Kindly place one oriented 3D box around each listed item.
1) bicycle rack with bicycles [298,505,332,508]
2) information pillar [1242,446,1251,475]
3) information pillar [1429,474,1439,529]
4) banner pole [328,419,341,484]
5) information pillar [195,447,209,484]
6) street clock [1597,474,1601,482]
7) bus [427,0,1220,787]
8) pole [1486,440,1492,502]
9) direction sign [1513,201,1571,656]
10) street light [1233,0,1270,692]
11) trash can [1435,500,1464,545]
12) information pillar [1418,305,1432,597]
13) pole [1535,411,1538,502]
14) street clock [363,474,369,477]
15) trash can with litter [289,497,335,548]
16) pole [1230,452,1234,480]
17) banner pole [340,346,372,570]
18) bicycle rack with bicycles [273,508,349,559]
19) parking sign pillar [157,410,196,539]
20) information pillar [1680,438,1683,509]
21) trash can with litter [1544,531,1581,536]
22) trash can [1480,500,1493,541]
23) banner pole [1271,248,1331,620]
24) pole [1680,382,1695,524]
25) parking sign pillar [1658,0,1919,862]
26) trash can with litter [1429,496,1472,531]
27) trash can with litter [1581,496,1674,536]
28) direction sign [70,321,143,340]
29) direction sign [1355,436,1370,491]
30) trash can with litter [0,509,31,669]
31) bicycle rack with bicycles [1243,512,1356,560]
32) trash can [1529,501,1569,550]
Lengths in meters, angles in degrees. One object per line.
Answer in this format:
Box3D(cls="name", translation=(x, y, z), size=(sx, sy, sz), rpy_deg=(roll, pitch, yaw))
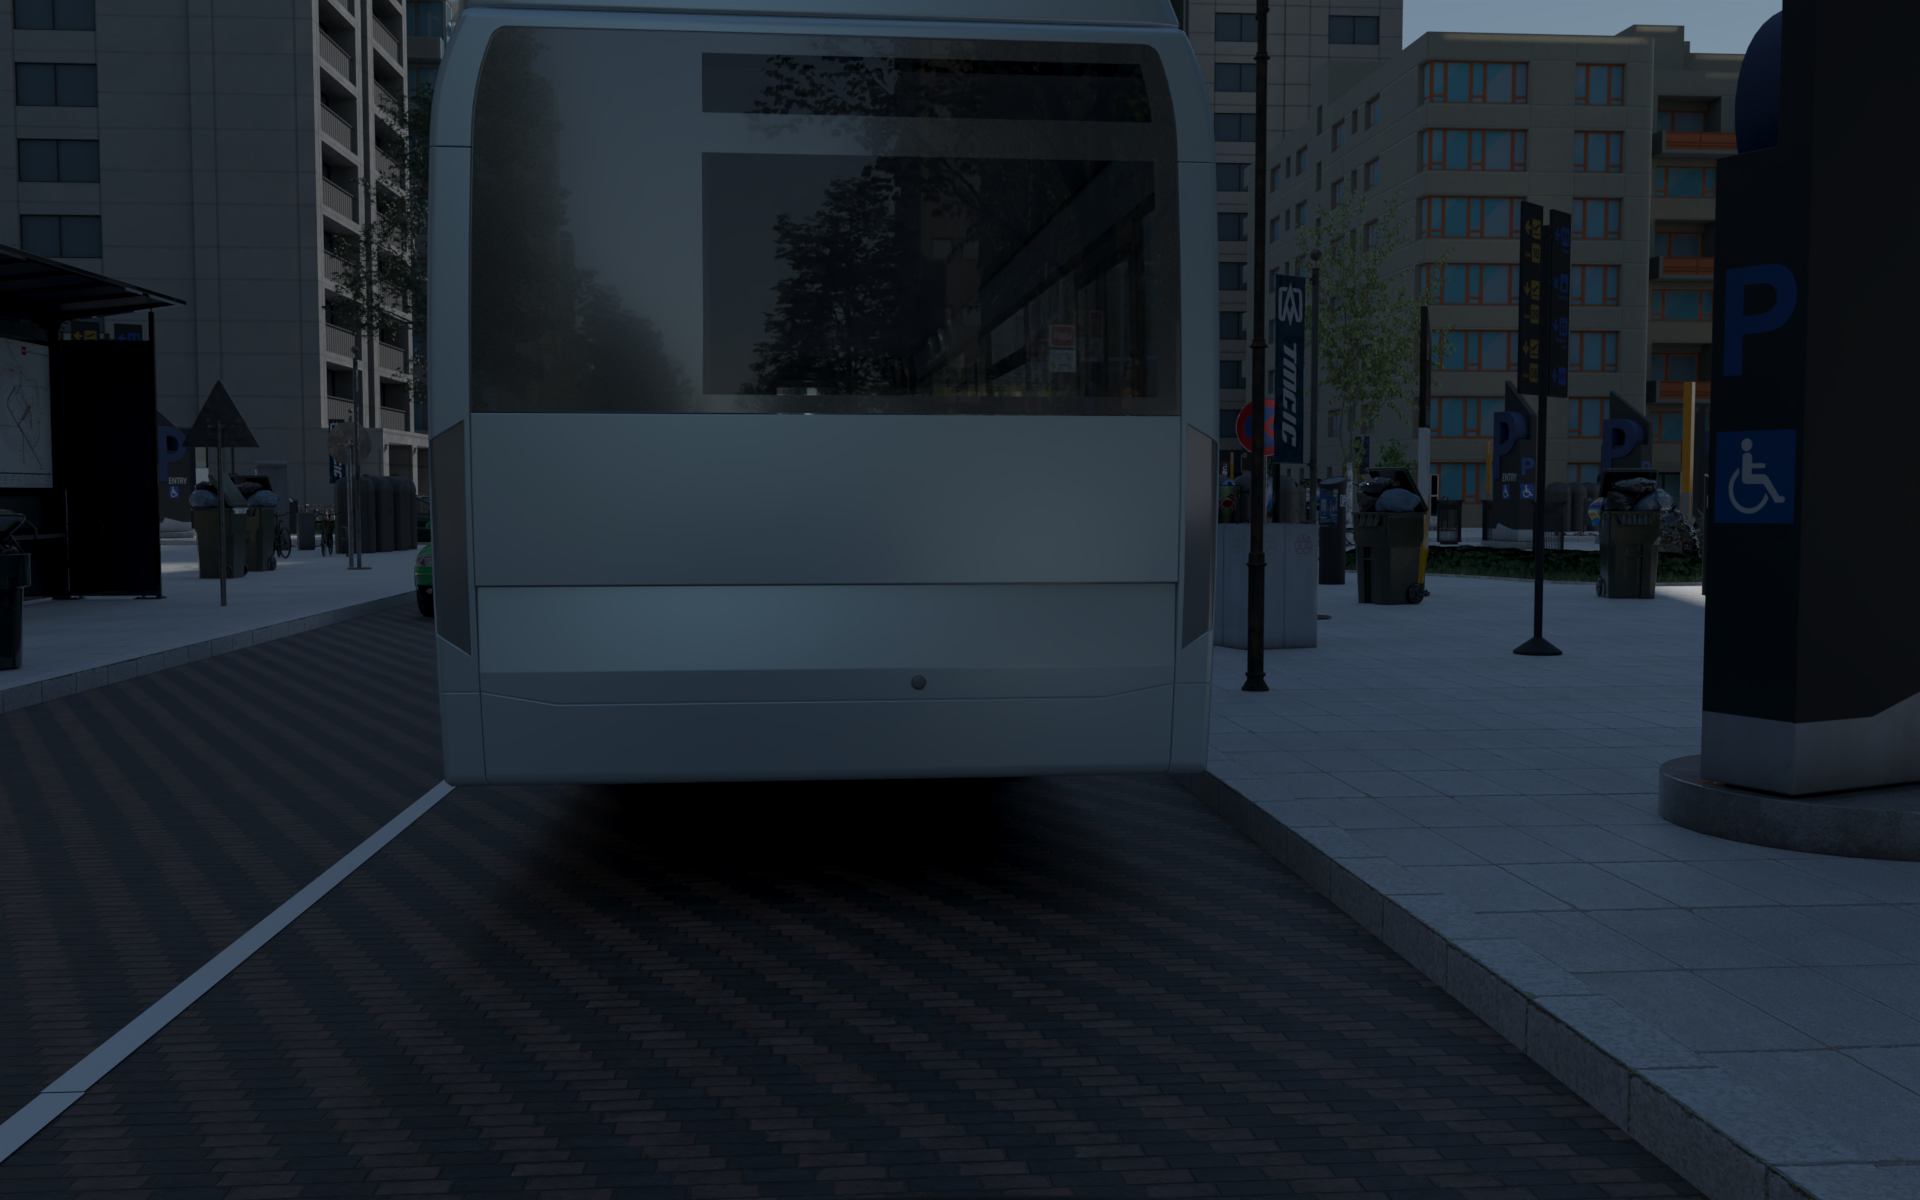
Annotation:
Box3D(cls="bicycle rack with bicycles", translation=(-22.134, -2.791, 59.012), size=(2.852, 0.926, 2.925), rpy_deg=(-3, 5, -43))
Box3D(cls="information pillar", translation=(13.117, -5.380, 79.316), size=(0.504, 3.616, 0.183), rpy_deg=(1, 4, 8))
Box3D(cls="information pillar", translation=(17.641, -3.665, 64.421), size=(0.304, 2.012, 0.304), rpy_deg=(1, 4, 18))
Box3D(cls="banner pole", translation=(-18.124, -3.724, 50.912), size=(0.863, 3.779, 0.401), rpy_deg=(-2, 4, -30))
Box3D(cls="information pillar", translation=(-24.347, -3.934, 55.673), size=(0.504, 3.616, 0.183), rpy_deg=(2, 4, 25))
Box3D(cls="street clock", translation=(23.574, -3.611, 63.614), size=(0.358, 2.002, 0.471), rpy_deg=(3, 5, 43))
Box3D(cls="bus", translation=(-1.116, -1.059, 12.180), size=(2.948, 3.499, 13.247), rpy_deg=(0, 4, -6))
Box3D(cls="pole", translation=(19.961, -4.377, 65.399), size=(0.158, 3.312, 0.155), rpy_deg=(0, 3, 0))
Box3D(cls="direction sign", translation=(4.634, -1.333, 13.789), size=(0.379, 3.537, 0.876), rpy_deg=(3, 5, 42))
Box3D(cls="street light", translation=(1.930, -2.346, 11.144), size=(0.468, 5.910, 1.993), rpy_deg=(0, 4, -5))
Box3D(cls="trash can", translation=(12.442, -1.981, 44.039), size=(0.748, 1.137, 0.748), rpy_deg=(0, 3, 0))
Box3D(cls="information pillar", translation=(5.842, -1.862, 21.805), size=(0.183, 3.616, 0.504), rpy_deg=(1, 4, 22))
Box3D(cls="pole", translation=(14.157, -2.964, 42.309), size=(0.158, 3.312, 0.155), rpy_deg=(0, 3, 0))
Box3D(cls="street clock", translation=(-21.825, -3.616, 63.696), size=(0.358, 2.002, 0.471), rpy_deg=(-1, 4, -18))
Box3D(cls="trash can with litter", translation=(-15.815, -1.866, 41.572), size=(2.233, 1.210, 1.678), rpy_deg=(0, 4, 4))
Box3D(cls="pole", translation=(13.295, -5.558, 84.709), size=(0.158, 3.312, 0.155), rpy_deg=(0, 3, 0))
Box3D(cls="banner pole", translation=(-10.144, -2.396, 29.185), size=(0.401, 3.779, 0.863), rpy_deg=(-1, 4, -23))
Box3D(cls="bicycle rack with bicycles", translation=(-13.706, -1.357, 35.564), size=(2.852, 0.926, 2.925), rpy_deg=(-1, 4, -21))
Box3D(cls="parking sign pillar", translation=(-23.053, -3.787, 50.396), size=(1.447, 3.967, 1.447), rpy_deg=(1, 4, 20))
Box3D(cls="information pillar", translation=(26.569, -4.420, 63.630), size=(0.183, 3.616, 0.504), rpy_deg=(1, 4, 11))
Box3D(cls="trash can with litter", translation=(18.999, -2.571, 53.086), size=(2.233, 1.210, 1.678), rpy_deg=(2, 4, 31))
Box3D(cls="trash can", translation=(13.300, -1.921, 43.062), size=(0.748, 1.137, 0.748), rpy_deg=(0, 3, 0))
Box3D(cls="banner pole", translation=(3.445, -1.686, 17.586), size=(0.863, 3.779, 0.401), rpy_deg=(-3, 5, -39))
Box3D(cls="pole", translation=(13.272, -2.309, 31.603), size=(0.158, 3.312, 0.155), rpy_deg=(0, 3, 0))
Box3D(cls="parking sign pillar", translation=(3.493, -1.110, 6.616), size=(1.447, 3.967, 1.447), rpy_deg=(-2, 4, -27))
Box3D(cls="trash can with litter", translation=(16.861, -3.018, 60.398), size=(1.678, 1.210, 2.233), rpy_deg=(0, 4, -6))
Box3D(cls="trash can with litter", translation=(15.614, -1.722, 39.216), size=(1.678, 1.210, 2.233), rpy_deg=(-2, 4, -33))
Box3D(cls="direction sign", translation=(-11.266, -1.895, 22.974), size=(0.876, 3.537, 0.379), rpy_deg=(-3, 5, -41))
Box3D(cls="direction sign", translation=(15.785, -4.653, 68.069), size=(0.379, 3.537, 0.876), rpy_deg=(-2, 4, -25))
Box3D(cls="trash can with litter", translation=(-7.351, -0.078, 12.669), size=(1.055, 1.170, 0.624), rpy_deg=(1, 4, 19))
Box3D(cls="bicycle rack with bicycles", translation=(6.381, -1.203, 33.058), size=(2.925, 0.926, 2.852), rpy_deg=(0, 4, 7))
Box3D(cls="trash can", translation=(11.798, -1.411, 34.725), size=(0.748, 1.137, 0.748), rpy_deg=(0, 3, 0))
